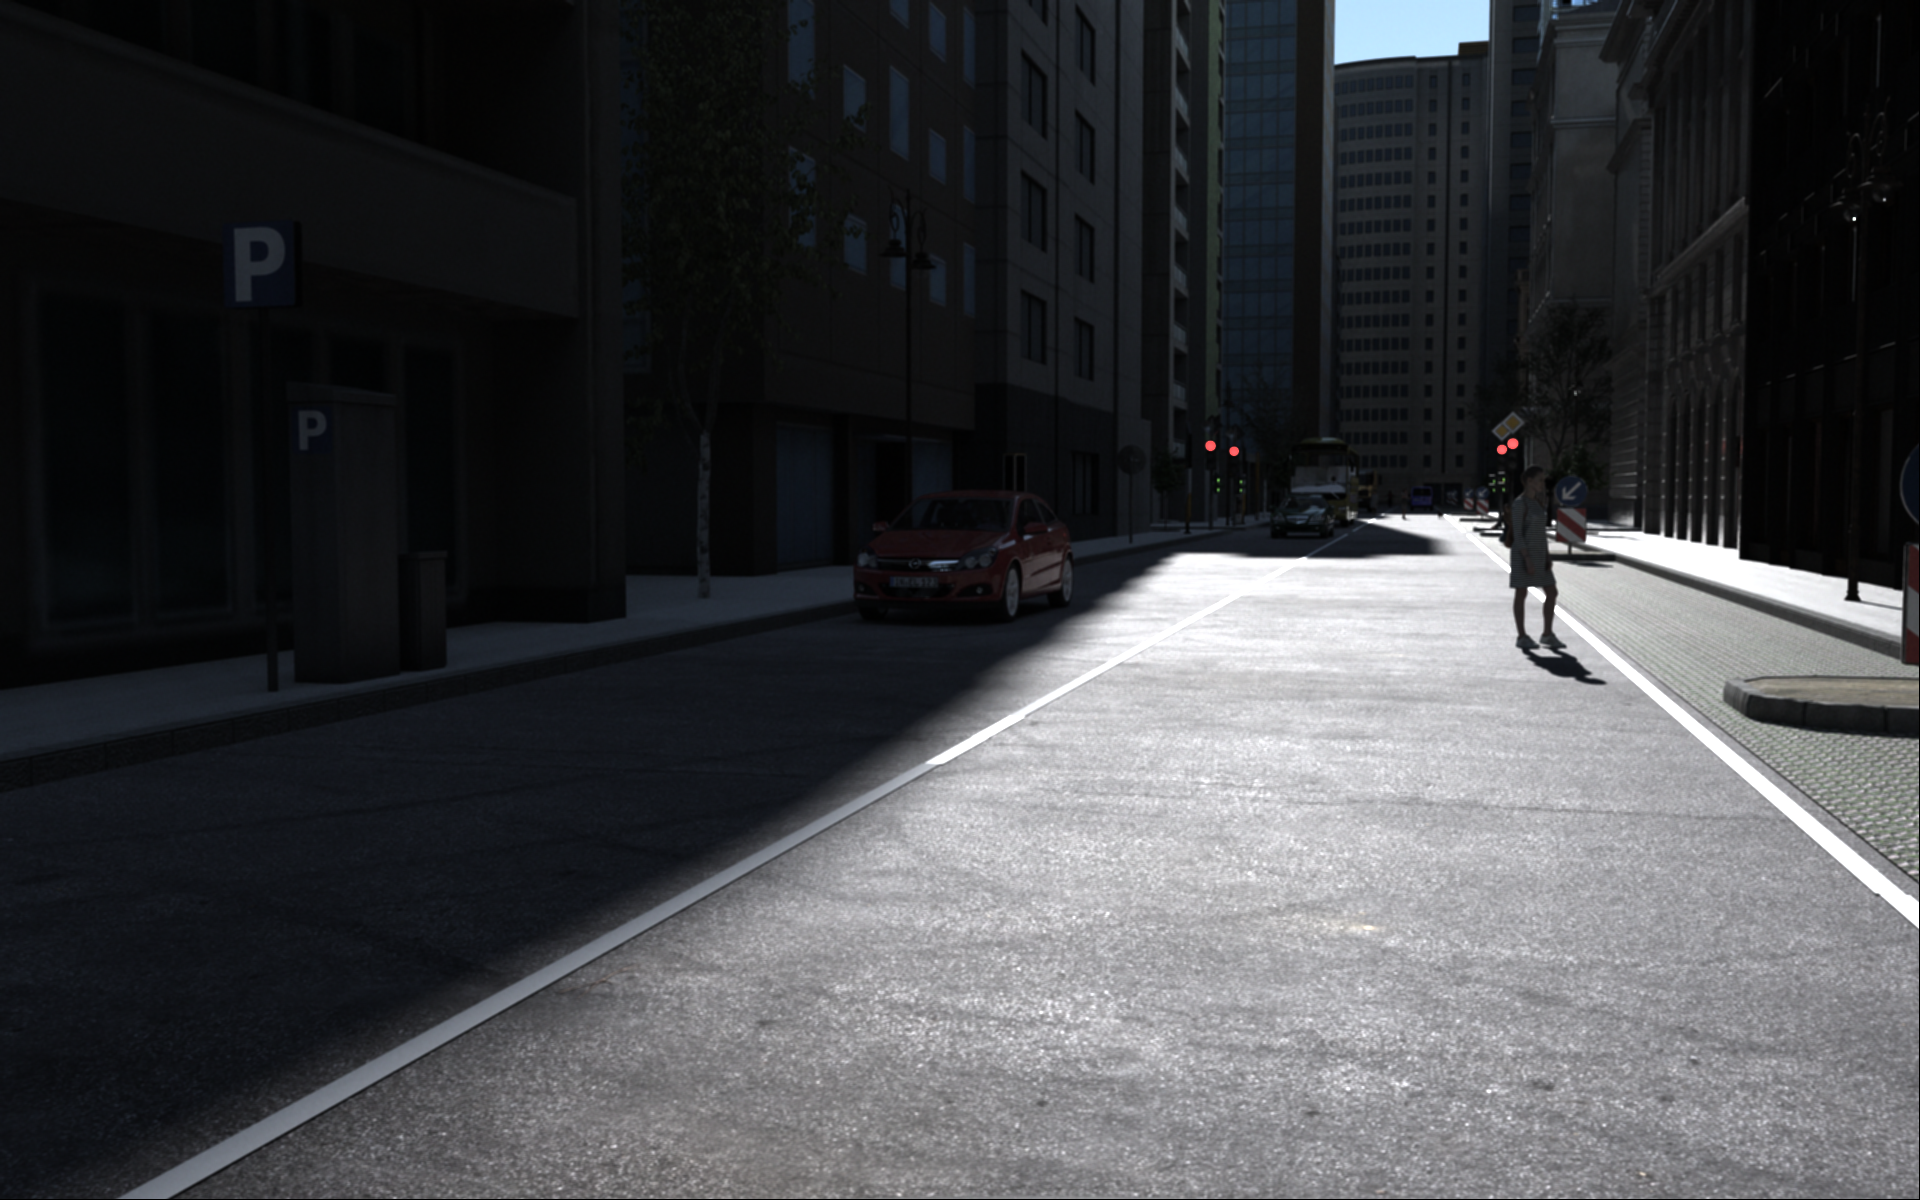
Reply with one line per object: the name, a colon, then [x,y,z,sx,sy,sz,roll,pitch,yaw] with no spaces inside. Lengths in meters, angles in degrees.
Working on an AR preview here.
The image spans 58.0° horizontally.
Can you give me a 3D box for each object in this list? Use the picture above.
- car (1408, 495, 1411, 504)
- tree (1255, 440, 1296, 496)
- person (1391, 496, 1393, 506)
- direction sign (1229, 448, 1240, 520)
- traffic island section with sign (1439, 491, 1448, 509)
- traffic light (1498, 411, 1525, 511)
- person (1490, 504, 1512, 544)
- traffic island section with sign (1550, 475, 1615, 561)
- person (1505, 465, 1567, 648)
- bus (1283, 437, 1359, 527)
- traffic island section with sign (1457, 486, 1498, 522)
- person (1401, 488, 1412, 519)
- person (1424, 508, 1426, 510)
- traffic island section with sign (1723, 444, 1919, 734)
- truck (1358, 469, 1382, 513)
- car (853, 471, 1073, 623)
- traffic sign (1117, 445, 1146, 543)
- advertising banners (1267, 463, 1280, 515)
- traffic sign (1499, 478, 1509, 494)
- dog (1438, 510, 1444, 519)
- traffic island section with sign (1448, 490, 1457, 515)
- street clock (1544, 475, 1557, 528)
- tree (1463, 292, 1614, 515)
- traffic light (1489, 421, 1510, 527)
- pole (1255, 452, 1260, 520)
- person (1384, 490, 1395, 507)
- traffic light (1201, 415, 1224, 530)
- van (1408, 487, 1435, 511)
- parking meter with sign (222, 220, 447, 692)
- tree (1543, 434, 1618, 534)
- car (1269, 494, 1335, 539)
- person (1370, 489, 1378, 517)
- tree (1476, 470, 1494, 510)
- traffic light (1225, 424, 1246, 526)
car: [55.586,-12.306,213.208,2.014,1.417,4.499,1,4,17]
tree: [18.850,-7.146,100.547,4.285,4.588,4.351,0,3,0]
person: [48.293,-11.163,194.275,1.065,1.426,0.557,-3,5,-40]
direction sign: [13.358,-5.660,84.536,0.876,3.537,0.379,-3,5,-42]
traffic island section with sign: [47.105,-9.600,165.592,1.989,1.847,2.006,1,4,15]
traffic light: [18.687,-4.268,58.710,0.839,4.253,0.868,1,4,15]
person: [15.636,-2.148,49.113,1.012,1.151,0.738,2,4,29]
traffic island section with sign: [13.150,-1.783,37.781,1.989,1.847,2.006,1,4,15]
person: [5.323,-0.406,16.148,0.512,1.701,0.522,-3,5,-42]
bus: [16.529,-5.306,78.292,2.896,3.916,12.252,1,4,15]
traffic island section with sign: [27.103,-4.996,90.308,1.989,1.847,2.006,1,4,15]
person: [25.312,-5.474,98.362,0.532,1.782,0.716,2,4,32]
person: [40.533,-8.539,151.339,0.697,1.427,0.421,3,4,36]
traffic island section with sign: [6.087,-0.155,11.159,1.989,1.847,2.006,1,4,15]
truck: [31.567,-8.617,136.805,3.469,3.379,9.791,1,4,14]
car: [0.119,-0.719,20.804,2.155,1.783,4.494,1,4,16]
traffic sign: [4.443,-2.745,44.991,0.768,2.556,0.104,1,4,17]
advertising banners: [17.687,-6.210,97.723,0.090,3.025,2.074,-1,4,-9]
traffic sign: [32.100,-6.200,102.552,0.795,2.450,0.064,1,4,20]
dog: [27.605,-4.907,99.519,0.540,0.507,0.406,3,5,42]
traffic island section with sign: [34.039,-6.589,116.359,1.989,1.847,2.006,1,4,15]
street clock: [22.617,-3.785,66.461,0.471,2.002,0.358,0,4,6]
tree: [27.772,-8.961,80.918,8.767,10.594,7.601,0,4,-7]
traffic light: [20.737,-4.741,66.428,0.839,4.253,0.868,1,4,15]
pole: [14.543,-5.558,84.720,0.158,3.312,0.155,0,3,0]
person: [46.030,-10.829,185.498,1.348,1.831,0.705,-1,4,-12]
traffic light: [8.909,-4.426,61.281,0.839,4.253,0.868,1,4,15]
van: [39.439,-8.777,147.893,2.240,2.365,5.245,1,4,15]
parking meter with sign: [-4.229,-0.961,11.967,0.543,3.016,1.738,1,4,17]
tree: [19.932,-3.729,55.572,1.663,3.219,1.824,0,3,0]
car: [11.366,-2.785,57.333,2.131,1.459,4.920,1,4,16]
person: [25.402,-5.935,106.286,0.466,1.731,0.760,0,4,6]
tree: [42.884,-8.961,141.115,1.663,3.219,1.824,0,3,0]
traffic light: [10.960,-4.898,69.000,0.839,4.253,0.868,1,4,15]
